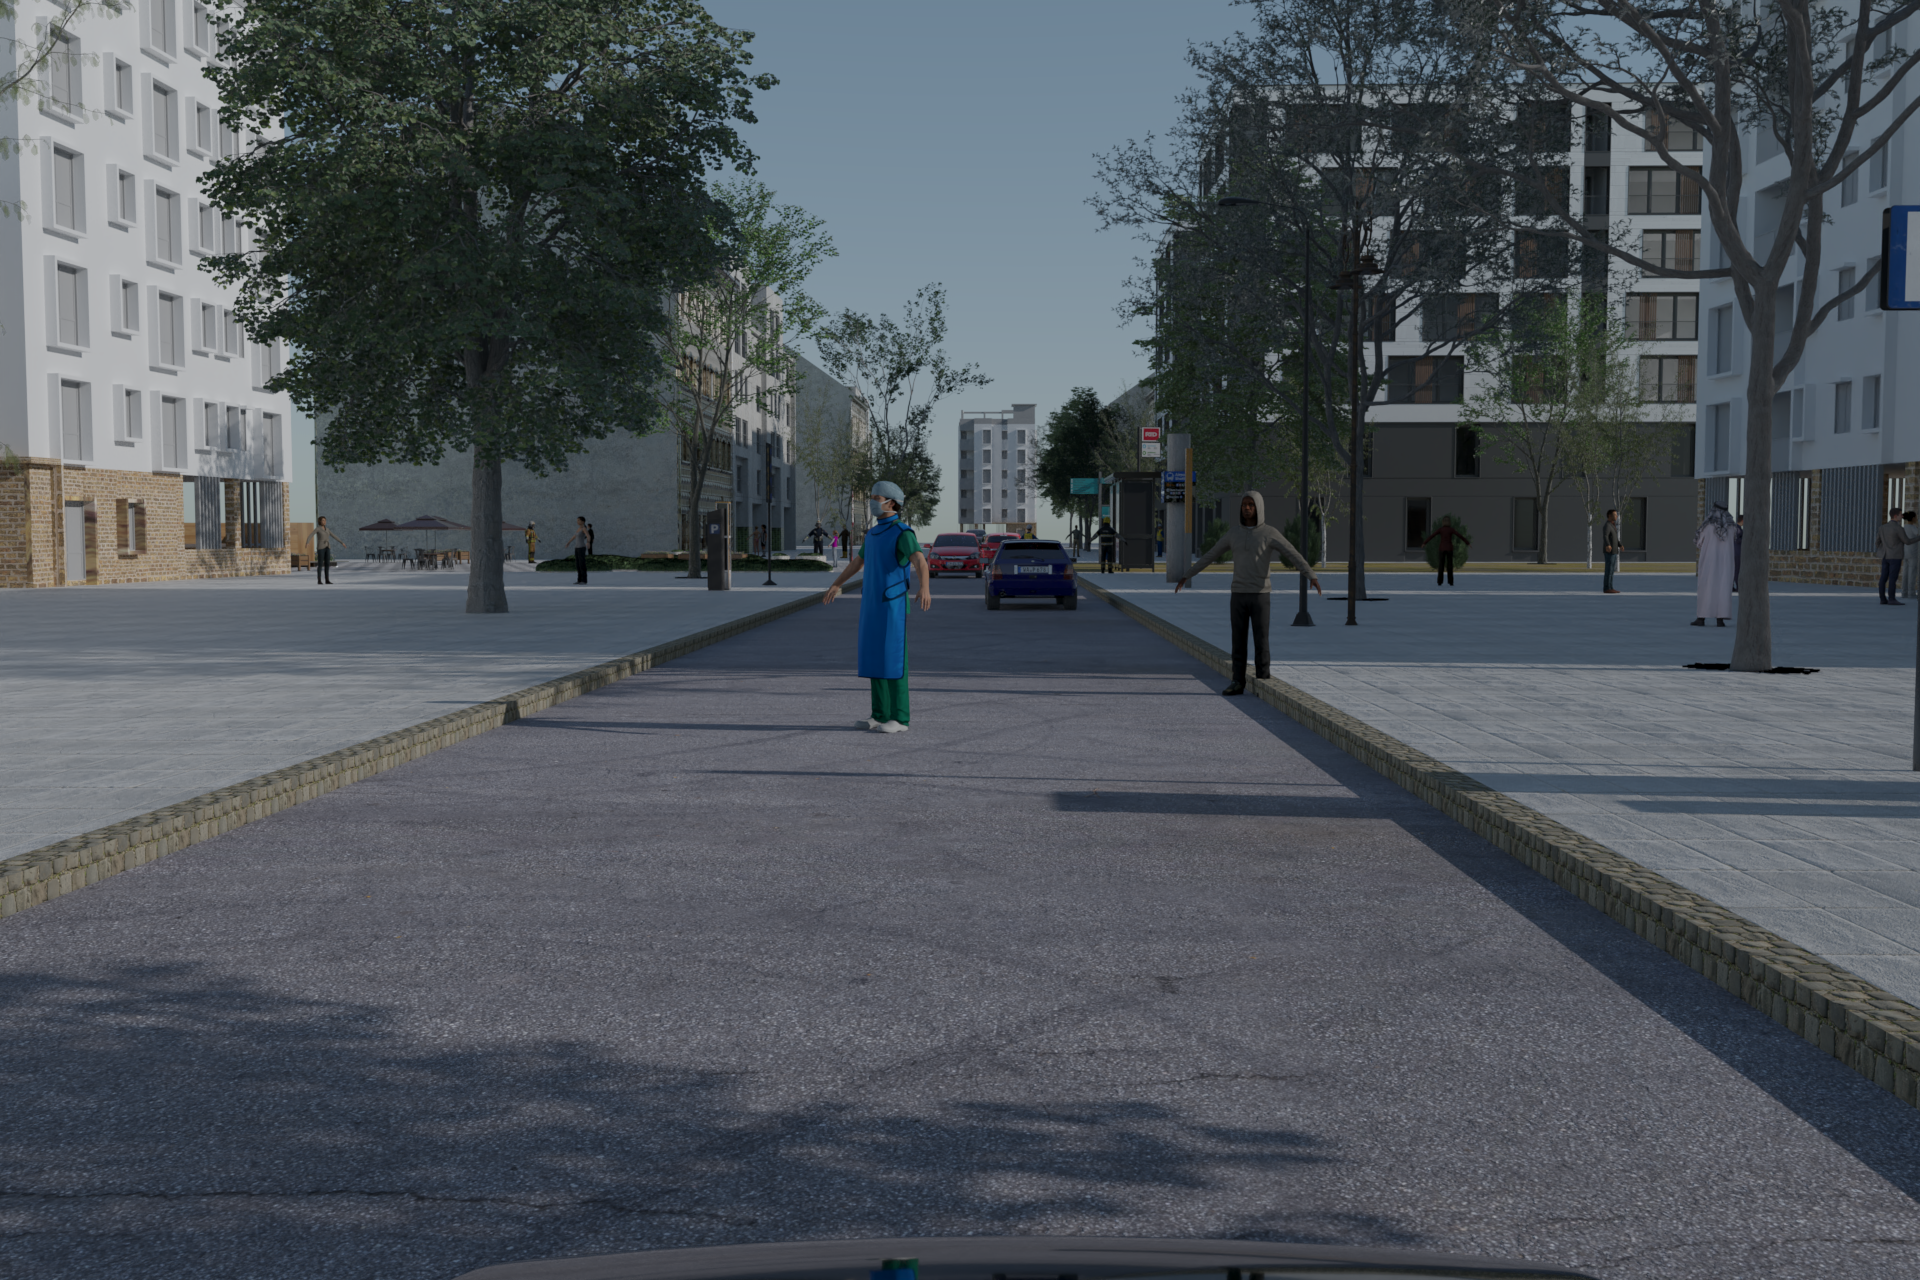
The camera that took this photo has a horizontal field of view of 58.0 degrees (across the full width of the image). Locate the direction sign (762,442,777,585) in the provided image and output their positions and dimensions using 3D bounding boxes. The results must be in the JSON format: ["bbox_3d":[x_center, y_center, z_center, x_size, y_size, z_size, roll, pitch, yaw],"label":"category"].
[{"bbox_3d":[-4.768,-3.136,43.277,0.379,3.537,0.876,0,4,1],"label":"direction sign"}]

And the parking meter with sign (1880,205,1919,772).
[{"bbox_3d":[5.177,-0.746,8.460,0.543,3.016,1.738,0,4,1],"label":"parking meter with sign"}]

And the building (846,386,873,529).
[{"bbox_3d":[-20.612,-21.810,223.054,16.747,18.905,31.486,0,4,1],"label":"building"}]

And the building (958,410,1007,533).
[{"bbox_3d":[0.113,-24.217,254.823,11.380,20.090,16.016,0,4,-4],"label":"building"}]

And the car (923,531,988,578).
[{"bbox_3d":[-0.121,-2.980,57.765,2.155,1.783,4.494,0,4,2],"label":"car"}]

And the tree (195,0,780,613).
[{"bbox_3d":[-7.835,-7.422,28.011,9.857,13.997,8.962,0,3,0],"label":"tree"}]

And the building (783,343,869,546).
[{"bbox_3d":[-20.685,-22.380,196.843,19.493,23.208,18.063,0,4,2],"label":"building"}]

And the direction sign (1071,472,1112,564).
[{"bbox_3d":[5.995,-5.187,73.568,2.525,3.948,1.411,0,4,-1],"label":"direction sign"}]

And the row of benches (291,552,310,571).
[{"bbox_3d":[-24.744,-2.757,60.545,4.104,0.672,1.422,1,4,13],"label":"row of benches"}]

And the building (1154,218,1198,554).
[{"bbox_3d":[28.124,-17.368,127.945,27.936,21.610,32.646,0,4,1],"label":"building"}]

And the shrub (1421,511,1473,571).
[{"bbox_3d":[16.719,-3.387,59.413,1.661,2.075,1.752,0,3,0],"label":"shrub"}]

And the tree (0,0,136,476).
[{"bbox_3d":[-8.629,-3.782,12.203,4.360,8.622,3.978,0,3,0],"label":"tree"}]

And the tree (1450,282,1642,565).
[{"bbox_3d":[24.569,-8.995,72.827,9.928,11.665,9.643,0,3,0],"label":"tree"}]

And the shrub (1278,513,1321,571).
[{"bbox_3d":[11.949,-3.454,60.885,1.690,2.028,1.600,0,3,0],"label":"shrub"}]

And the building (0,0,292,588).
[{"bbox_3d":[-26.794,-11.382,42.508,16.016,20.090,11.380,0,4,1],"label":"building"}]

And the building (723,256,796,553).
[{"bbox_3d":[-22.030,-15.696,123.087,16.747,18.905,31.486,0,4,2],"label":"building"}]

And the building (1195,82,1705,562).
[{"bbox_3d":[26.713,-15.360,95.112,27.936,21.610,32.646,0,4,1],"label":"building"}]

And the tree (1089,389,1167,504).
[{"bbox_3d":[8.822,-8.328,86.533,4.360,8.622,3.978,0,3,0],"label":"tree"}]

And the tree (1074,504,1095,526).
[{"bbox_3d":[18.874,-18.210,248.102,4.360,8.622,3.978,0,3,0],"label":"tree"}]

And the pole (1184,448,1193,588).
[{"bbox_3d":[5.441,-2.900,41.251,0.158,3.312,0.155,0,3,0],"label":"pole"}]

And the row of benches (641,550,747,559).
[{"bbox_3d":[-10.063,-3.030,64.997,4.104,0.672,1.422,1,4,9],"label":"row of benches"}]

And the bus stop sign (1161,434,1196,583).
[{"bbox_3d":[5.760,-3.464,45.658,0.837,3.901,0.837,0,4,2],"label":"bus stop sign"}]

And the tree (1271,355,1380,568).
[{"bbox_3d":[13.880,-7.058,65.753,4.360,8.622,3.978,0,3,0],"label":"tree"}]

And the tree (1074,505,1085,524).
[{"bbox_3d":[18.509,-18.484,252.580,4.737,8.622,4.395,0,3,0],"label":"tree"}]

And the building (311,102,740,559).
[{"bbox_3d":[-23.233,-16.224,96.183,19.493,23.208,18.063,0,4,1],"label":"building"}]

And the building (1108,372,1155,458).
[{"bbox_3d":[27.265,-23.240,210.895,19.493,23.208,18.063,0,4,1],"label":"building"}]

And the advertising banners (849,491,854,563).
[{"bbox_3d":[-4.345,-4.475,69.353,0.090,3.025,2.074,0,4,1],"label":"advertising banners"}]

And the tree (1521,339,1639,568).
[{"bbox_3d":[23.803,-6.991,64.660,4.360,8.622,3.978,0,3,0],"label":"tree"}]

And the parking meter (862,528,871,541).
[{"bbox_3d":[-3.898,-3.912,72.374,0.372,1.533,0.369,0,3,0],"label":"parking meter"}]

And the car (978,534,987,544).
[{"bbox_3d":[2.018,-5.852,105.466,2.009,1.686,4.222,0,4,1],"label":"car"}]

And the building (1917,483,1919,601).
[{"bbox_3d":[27.398,-11.762,23.239,19.493,23.208,18.063,0,4,1],"label":"building"}]

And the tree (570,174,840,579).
[{"bbox_3d":[-7.483,-7.578,49.649,9.928,11.665,9.643,0,3,0],"label":"tree"}]

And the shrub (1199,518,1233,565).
[{"bbox_3d":[10.886,-4.192,72.965,1.690,2.028,1.600,0,3,0],"label":"shrub"}]

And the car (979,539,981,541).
[{"bbox_3d":[0.408,-6.534,118.623,2.131,1.459,4.920,0,4,1],"label":"car"}]

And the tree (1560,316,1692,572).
[{"bbox_3d":[22.210,-6.643,58.971,4.360,8.622,3.978,0,3,0],"label":"tree"}]

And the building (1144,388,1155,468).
[{"bbox_3d":[29.957,-21.569,183.585,19.493,23.208,18.063,0,4,1],"label":"building"}]

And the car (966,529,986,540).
[{"bbox_3d":[1.244,-7.772,135.741,2.281,1.827,5.304,0,4,1],"label":"car"}]

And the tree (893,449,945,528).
[{"bbox_3d":[-7.238,-21.113,251.853,9.857,13.997,8.962,0,3,0],"label":"tree"}]

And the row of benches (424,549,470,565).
[{"bbox_3d":[-21.532,-3.484,72.420,1.422,0.672,4.104,0,4,4],"label":"row of benches"}]

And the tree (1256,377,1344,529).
[{"bbox_3d":[14.918,-7.642,75.316,4.737,8.622,4.395,0,3,0],"label":"tree"}]

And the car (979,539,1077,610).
[{"bbox_3d":[1.359,-1.314,34.071,1.945,1.354,3.894,0,3,0],"label":"car"}]

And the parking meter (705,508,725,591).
[{"bbox_3d":[-5.553,-2.052,39.263,0.399,1.863,0.255,0,4,1],"label":"parking meter"}]

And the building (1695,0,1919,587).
[{"bbox_3d":[27.030,-11.801,49.363,16.016,20.090,11.380,0,4,2],"label":"building"}]

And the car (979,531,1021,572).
[{"bbox_3d":[1.667,-3.521,66.605,2.155,1.783,4.494,0,4,1],"label":"car"}]
